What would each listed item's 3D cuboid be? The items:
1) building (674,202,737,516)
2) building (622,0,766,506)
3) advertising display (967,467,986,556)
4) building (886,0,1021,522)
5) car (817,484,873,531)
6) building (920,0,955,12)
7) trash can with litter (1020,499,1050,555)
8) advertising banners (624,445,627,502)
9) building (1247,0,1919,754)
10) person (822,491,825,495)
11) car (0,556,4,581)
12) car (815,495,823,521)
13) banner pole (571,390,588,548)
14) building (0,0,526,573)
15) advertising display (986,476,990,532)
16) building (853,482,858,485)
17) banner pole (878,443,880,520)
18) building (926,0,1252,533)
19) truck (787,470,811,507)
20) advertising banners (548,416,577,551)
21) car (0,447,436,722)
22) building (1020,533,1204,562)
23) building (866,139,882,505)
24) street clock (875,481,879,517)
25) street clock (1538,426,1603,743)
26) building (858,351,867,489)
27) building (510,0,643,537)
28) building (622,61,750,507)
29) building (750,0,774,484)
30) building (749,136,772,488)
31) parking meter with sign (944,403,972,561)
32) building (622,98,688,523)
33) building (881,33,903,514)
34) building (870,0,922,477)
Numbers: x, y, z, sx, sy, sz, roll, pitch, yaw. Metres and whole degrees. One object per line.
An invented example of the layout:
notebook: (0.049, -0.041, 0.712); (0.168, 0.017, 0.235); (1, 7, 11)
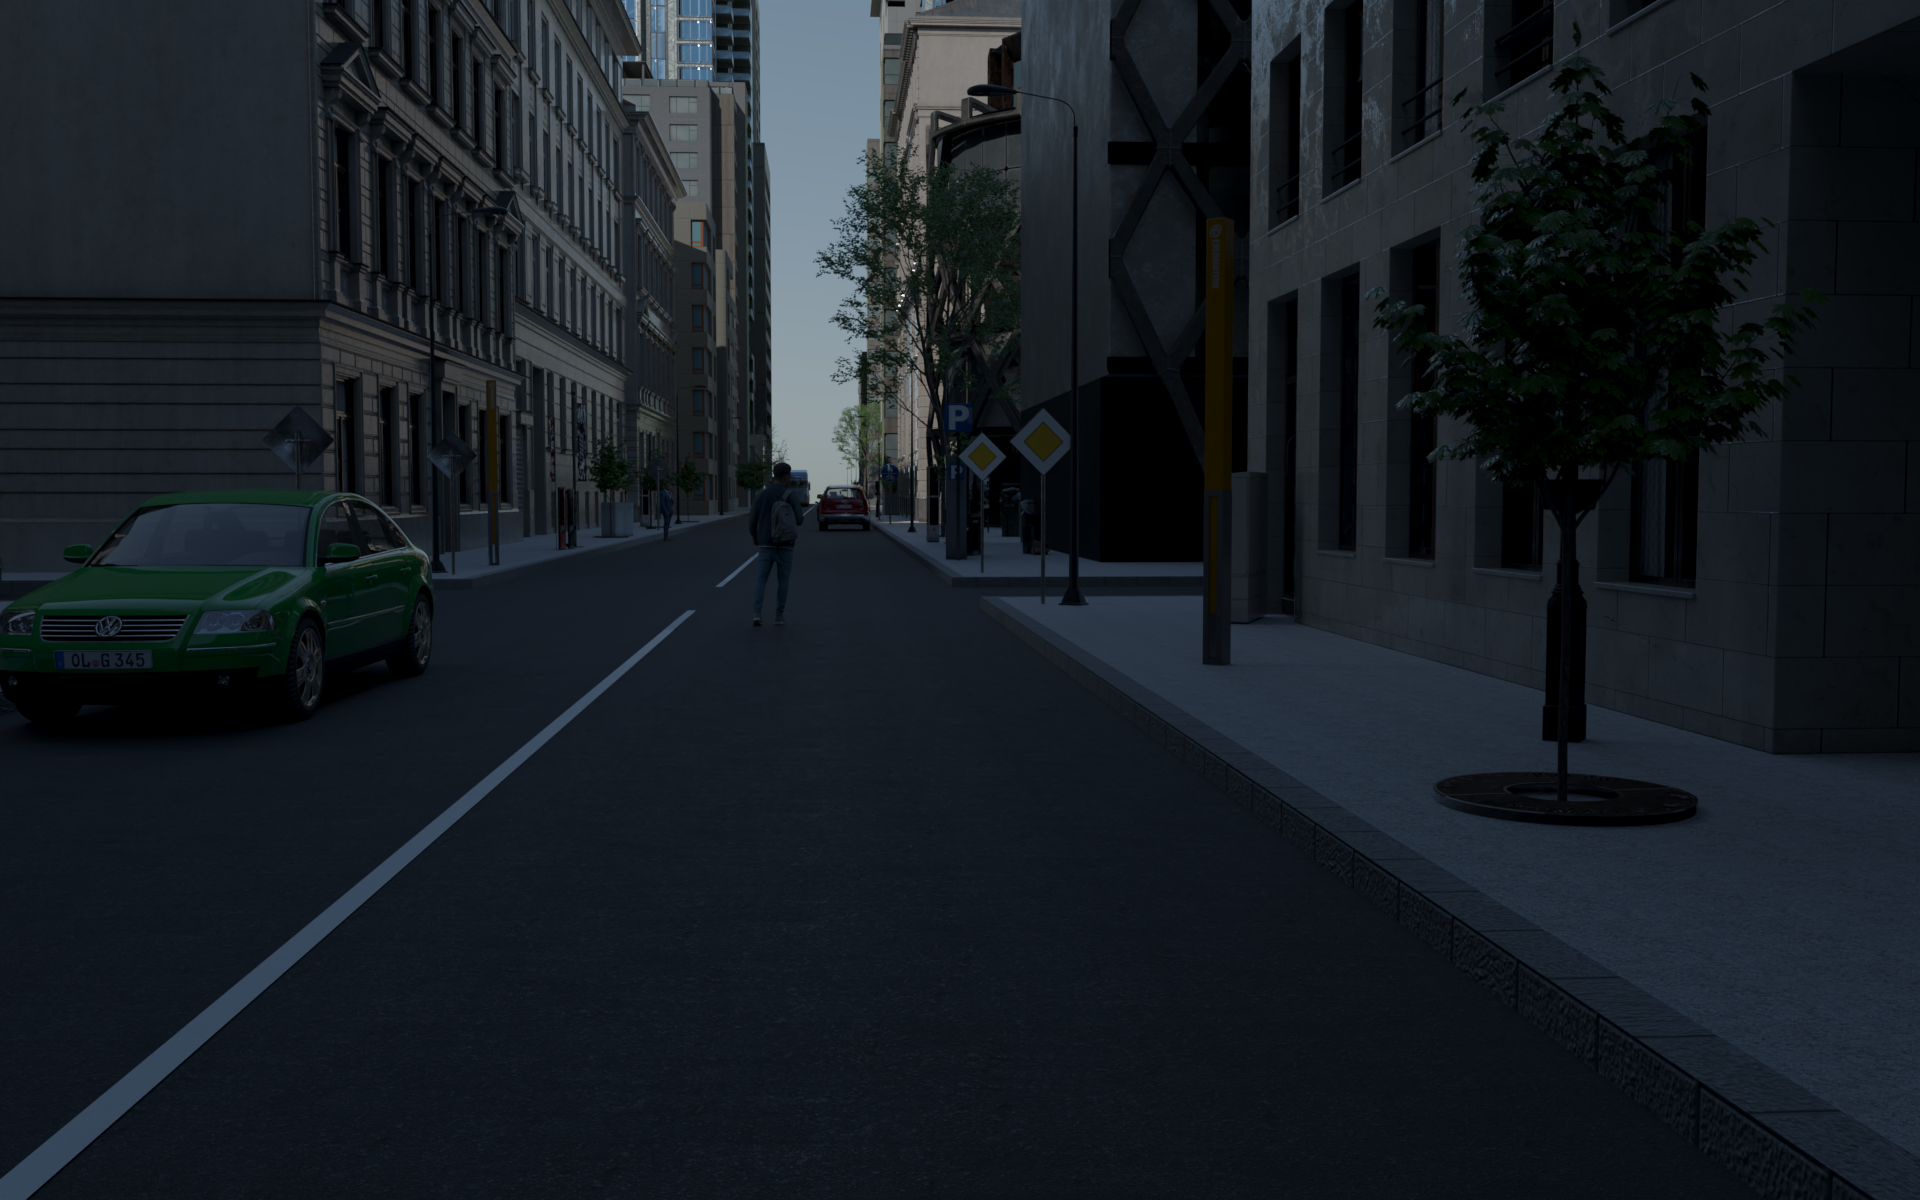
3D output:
building: (-29.888, -16.587, 116.243); (27.650, 21.520, 28.899); (0, 4, -4)
building: (-33.597, -54.232, 199.372); (22.319, 86.520, 31.000); (0, 4, -4)
advertising display: (0.279, -1.886, 36.047); (0.123, 1.923, 0.974); (1, 4, 19)
building: (2.821, -17.936, 90.521); (12.463, 27.353, 25.104); (0, 4, -4)
car: (-4.602, -3.707, 69.286); (2.281, 1.827, 5.304); (0, 4, -3)
building: (5.745, -50.258, 134.389); (22.319, 86.520, 31.000); (0, 4, -4)
trash can with litter: (1.669, -1.558, 36.855); (0.624, 1.170, 1.055); (-1, 4, -16)
advertising banners: (-10.651, -3.609, 55.193); (0.090, 3.025, 2.074); (-1, 4, -10)
building: (8.995, -9.537, 10.678); (10.420, 20.320, 16.860); (0, 4, -4)
person: (-16.176, -12.145, 207.037); (1.348, 1.831, 0.705); (0, 4, -1)
car: (-15.792, -0.732, 23.760); (4.920, 1.459, 2.131); (0, 4, -4)
car: (-6.797, -5.090, 93.014); (2.009, 1.686, 4.222); (0, 4, -3)
banner pole: (-9.205, -3.169, 41.828); (0.401, 3.779, 0.863); (1, 4, 16)
building: (-15.789, -10.528, 36.754); (10.561, 19.102, 19.286); (0, 4, -4)
advertising display: (0.531, -3.213, 57.743); (0.974, 1.923, 0.123); (-1, 4, -16)
building: (0.643, -34.211, 251.230); (32.217, 40.220, 23.993); (0, 4, -4)
banner pole: (-3.966, -5.795, 84.768); (0.401, 3.779, 0.863); (0, 4, -6)
building: (6.975, -12.382, 69.890); (16.820, 18.784, 16.811); (0, 4, -4)
truck: (-18.641, -12.791, 198.884); (2.967, 4.110, 18.799); (0, 4, -5)
advertising banners: (-9.132, -2.663, 39.722); (0.090, 3.025, 2.074); (0, 4, 3)
car: (-5.068, -0.215, 12.316); (1.959, 1.807, 4.718); (0, 4, -3)
building: (10.569, -10.410, 37.657); (16.811, 18.784, 16.820); (0, 4, -4)
building: (-3.911, -31.744, 202.616); (14.154, 41.232, 14.086); (0, 4, -4)
street clock: (-4.538, -5.542, 95.176); (0.358, 2.002, 0.471); (0, 4, 2)
street clock: (3.153, -0.270, 8.978); (0.358, 2.002, 0.471); (2, 4, 30)
building: (0.847, -23.260, 225.344); (27.650, 21.520, 28.899); (0, 4, -4)
building: (-20.814, -13.929, 61.027); (16.112, 22.955, 30.059); (0, 4, -4)
building: (-27.676, -29.542, 166.609); (14.154, 41.232, 14.086); (0, 4, -4)
building: (-36.596, -49.492, 247.445); (20.563, 71.187, 20.611); (0, 4, -4)
building: (-35.752, -36.880, 226.694); (21.300, 48.544, 21.600); (0, 4, -4)
parking meter with sign: (-0.054, -2.317, 34.138); (0.543, 3.016, 1.738); (0, 4, -1)
building: (-20.252, -15.324, 86.711); (11.583, 22.565, 21.152); (0, 4, -4)
building: (1.838, -20.879, 113.079); (14.160, 30.474, 14.107); (0, 4, -4)
building: (6.208, -35.198, 164.732); (28.713, 52.752, 27.495); (0, 4, -4)
